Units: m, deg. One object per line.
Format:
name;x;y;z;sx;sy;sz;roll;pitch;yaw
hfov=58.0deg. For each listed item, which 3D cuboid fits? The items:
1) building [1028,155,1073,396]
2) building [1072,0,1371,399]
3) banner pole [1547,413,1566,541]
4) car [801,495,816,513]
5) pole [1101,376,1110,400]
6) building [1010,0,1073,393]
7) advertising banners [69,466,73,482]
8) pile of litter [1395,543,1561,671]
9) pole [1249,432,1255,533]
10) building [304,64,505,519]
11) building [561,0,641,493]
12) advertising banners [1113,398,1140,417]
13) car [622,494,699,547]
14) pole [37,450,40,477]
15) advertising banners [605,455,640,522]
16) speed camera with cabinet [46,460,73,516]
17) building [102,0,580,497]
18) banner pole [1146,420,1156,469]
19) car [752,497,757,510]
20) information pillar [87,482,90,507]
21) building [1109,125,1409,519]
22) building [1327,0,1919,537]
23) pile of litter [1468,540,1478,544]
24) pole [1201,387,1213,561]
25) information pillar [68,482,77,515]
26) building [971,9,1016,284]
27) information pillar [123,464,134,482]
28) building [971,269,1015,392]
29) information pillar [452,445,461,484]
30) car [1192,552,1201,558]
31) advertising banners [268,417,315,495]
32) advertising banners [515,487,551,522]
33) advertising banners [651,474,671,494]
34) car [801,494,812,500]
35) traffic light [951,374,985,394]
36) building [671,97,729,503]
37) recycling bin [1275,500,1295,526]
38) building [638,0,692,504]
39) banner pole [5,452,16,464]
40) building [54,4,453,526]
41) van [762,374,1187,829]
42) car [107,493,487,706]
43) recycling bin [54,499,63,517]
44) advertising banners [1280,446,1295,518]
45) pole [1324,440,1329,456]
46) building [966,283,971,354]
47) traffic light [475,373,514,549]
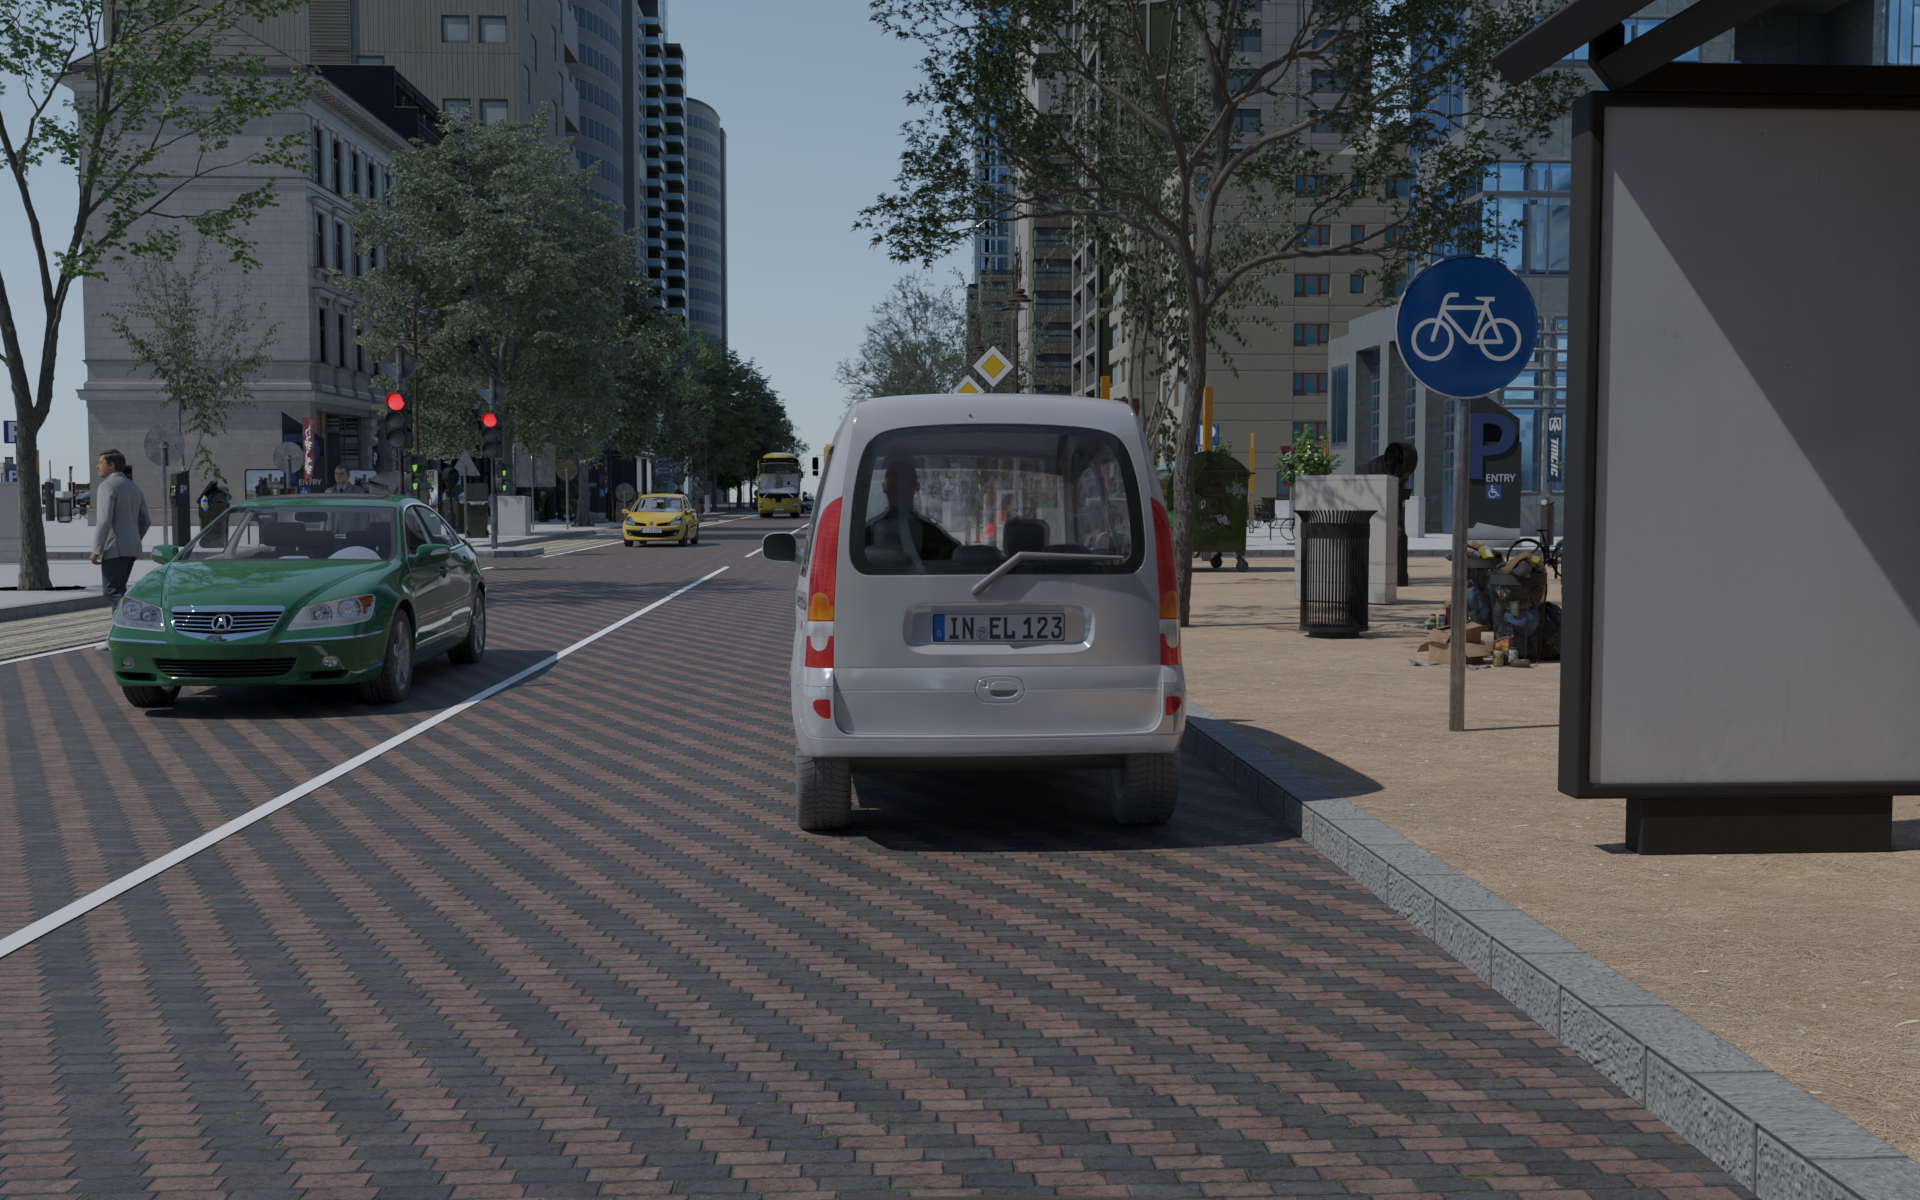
building;12.566;-22.930;146.610;14.160;30.474;14.107;0;4;-3
building;17.550;-42.204;128.285;20.563;71.187;20.611;0;4;-3
banner pole;16.294;-3.491;47.088;0.401;3.779;0.863;-2;4;-35
car;-11.236;-7.267;131.398;1.945;1.354;3.894;0;4;-5
pole;2.516;-2.216;30.076;0.158;3.312;0.155;0;3;0
building;19.833;-35.392;167.894;28.713;52.752;27.495;0;4;-3
advertising banners;-55.196;-6.771;106.898;0.090;3.025;2.074;0;4;-2
pile of litter;4.042;0.039;13.325;1.719;0.858;1.176;-2;4;-34
pole;9.554;-3.845;56.707;0.158;3.312;0.155;0;3;0
building;-33.446;-16.392;97.680;12.332;23.373;15.834;0;4;-3
building;-40.995;-37.476;154.733;21.231;58.520;28.212;0;4;-3
advertising banners;2.277;-2.165;31.590;2.074;3.025;0.090;0;4;-1
car;-8.309;-2.325;48.242;2.015;1.641;3.980;0;4;-2
pole;-42.449;-5.255;79.757;0.158;3.312;0.155;0;3;0
advertising banners;-15.462;-5.034;78.493;2.074;3.025;0.090;-2;4;-35
speed camera with cabinet;-52.422;-6.512;100.812;2.038;3.252;0.660;3;4;38
building;-43.137;-32.872;126.690;28.713;52.752;27.495;0;4;-3
banner pole;6.364;-4.172;58.229;0.863;3.779;0.401;-3;4;-36
car;-16.308;-8.308;144.624;1.959;1.807;4.718;0;4;-2
information pillar;-55.128;-6.444;109.853;0.304;2.012;0.304;-3;5;-45
building;24.654;-15.786;103.133;27.650;21.520;28.899;0;4;-3
building;30.013;-45.777;61.118;31.000;86.520;22.319;0;4;-3
pile of litter;5.009;-0.152;16.449;1.176;0.858;1.719;-2;4;-33
pole;4.707;-2.393;32.977;0.158;3.312;0.155;0;3;0
information pillar;-53.310;-6.086;103.994;0.304;2.012;0.304;1;4;14
building;10.550;-57.868;258.807;22.319;86.520;31.000;0;4;-3
information pillar;-20.388;-2.318;42.387;0.304;2.012;0.304;-3;4;-36
building;9.270;-27.621;223.300;14.160;30.474;14.107;0;4;-3
information pillar;-23.883;-5.555;82.183;0.183;3.616;0.504;2;4;26
car;3.321;-1.713;36.811;4.718;1.807;1.959;0;4;-3
advertising banners;-15.454;-2.684;40.079;2.074;3.025;0.090;3;5;40
advertising banners;-19.651;-5.044;78.650;2.074;3.025;0.090;-2;4;-27
advertising banners;-17.738;-6.480;102.139;0.090;3.025;2.074;2;4;30
car;-22.308;-14.965;254.894;2.015;1.641;3.980;0;4;-4
traffic light;0.172;-3.174;40.823;0.839;4.253;0.868;0;4;-3
building;-45.630;-43.502;253.249;21.231;58.520;28.212;0;4;-3
recycling bin;13.152;-3.490;69.614;0.722;1.027;0.722;-3;5;-44
building;-45.576;-55.661;222.721;22.319;86.520;31.000;0;4;-3
banner pole;-55.850;-6.858;102.139;0.863;3.779;0.401;-1;4;-19
building;-30.309;-13.387;69.782;10.553;20.767;40.483;0;4;-3
van;-0.012;-0.111;8.821;2.013;2.044;4.112;0;4;-5
car;-4.869;-0.092;13.306;2.131;1.459;4.920;0;4;-5
recycling bin;-50.944;-5.192;97.439;0.722;1.027;0.722;3;5;45
advertising banners;12.618;-4.074;62.792;2.074;3.025;0.090;0;4;-2
pole;13.911;-4.401;65.805;0.158;3.312;0.155;0;3;0
building;7.731;-28.509;237.820;14.160;30.474;14.107;0;4;-3
traffic light;-10.822;-3.137;40.211;0.839;4.253;0.868;0;4;-3
